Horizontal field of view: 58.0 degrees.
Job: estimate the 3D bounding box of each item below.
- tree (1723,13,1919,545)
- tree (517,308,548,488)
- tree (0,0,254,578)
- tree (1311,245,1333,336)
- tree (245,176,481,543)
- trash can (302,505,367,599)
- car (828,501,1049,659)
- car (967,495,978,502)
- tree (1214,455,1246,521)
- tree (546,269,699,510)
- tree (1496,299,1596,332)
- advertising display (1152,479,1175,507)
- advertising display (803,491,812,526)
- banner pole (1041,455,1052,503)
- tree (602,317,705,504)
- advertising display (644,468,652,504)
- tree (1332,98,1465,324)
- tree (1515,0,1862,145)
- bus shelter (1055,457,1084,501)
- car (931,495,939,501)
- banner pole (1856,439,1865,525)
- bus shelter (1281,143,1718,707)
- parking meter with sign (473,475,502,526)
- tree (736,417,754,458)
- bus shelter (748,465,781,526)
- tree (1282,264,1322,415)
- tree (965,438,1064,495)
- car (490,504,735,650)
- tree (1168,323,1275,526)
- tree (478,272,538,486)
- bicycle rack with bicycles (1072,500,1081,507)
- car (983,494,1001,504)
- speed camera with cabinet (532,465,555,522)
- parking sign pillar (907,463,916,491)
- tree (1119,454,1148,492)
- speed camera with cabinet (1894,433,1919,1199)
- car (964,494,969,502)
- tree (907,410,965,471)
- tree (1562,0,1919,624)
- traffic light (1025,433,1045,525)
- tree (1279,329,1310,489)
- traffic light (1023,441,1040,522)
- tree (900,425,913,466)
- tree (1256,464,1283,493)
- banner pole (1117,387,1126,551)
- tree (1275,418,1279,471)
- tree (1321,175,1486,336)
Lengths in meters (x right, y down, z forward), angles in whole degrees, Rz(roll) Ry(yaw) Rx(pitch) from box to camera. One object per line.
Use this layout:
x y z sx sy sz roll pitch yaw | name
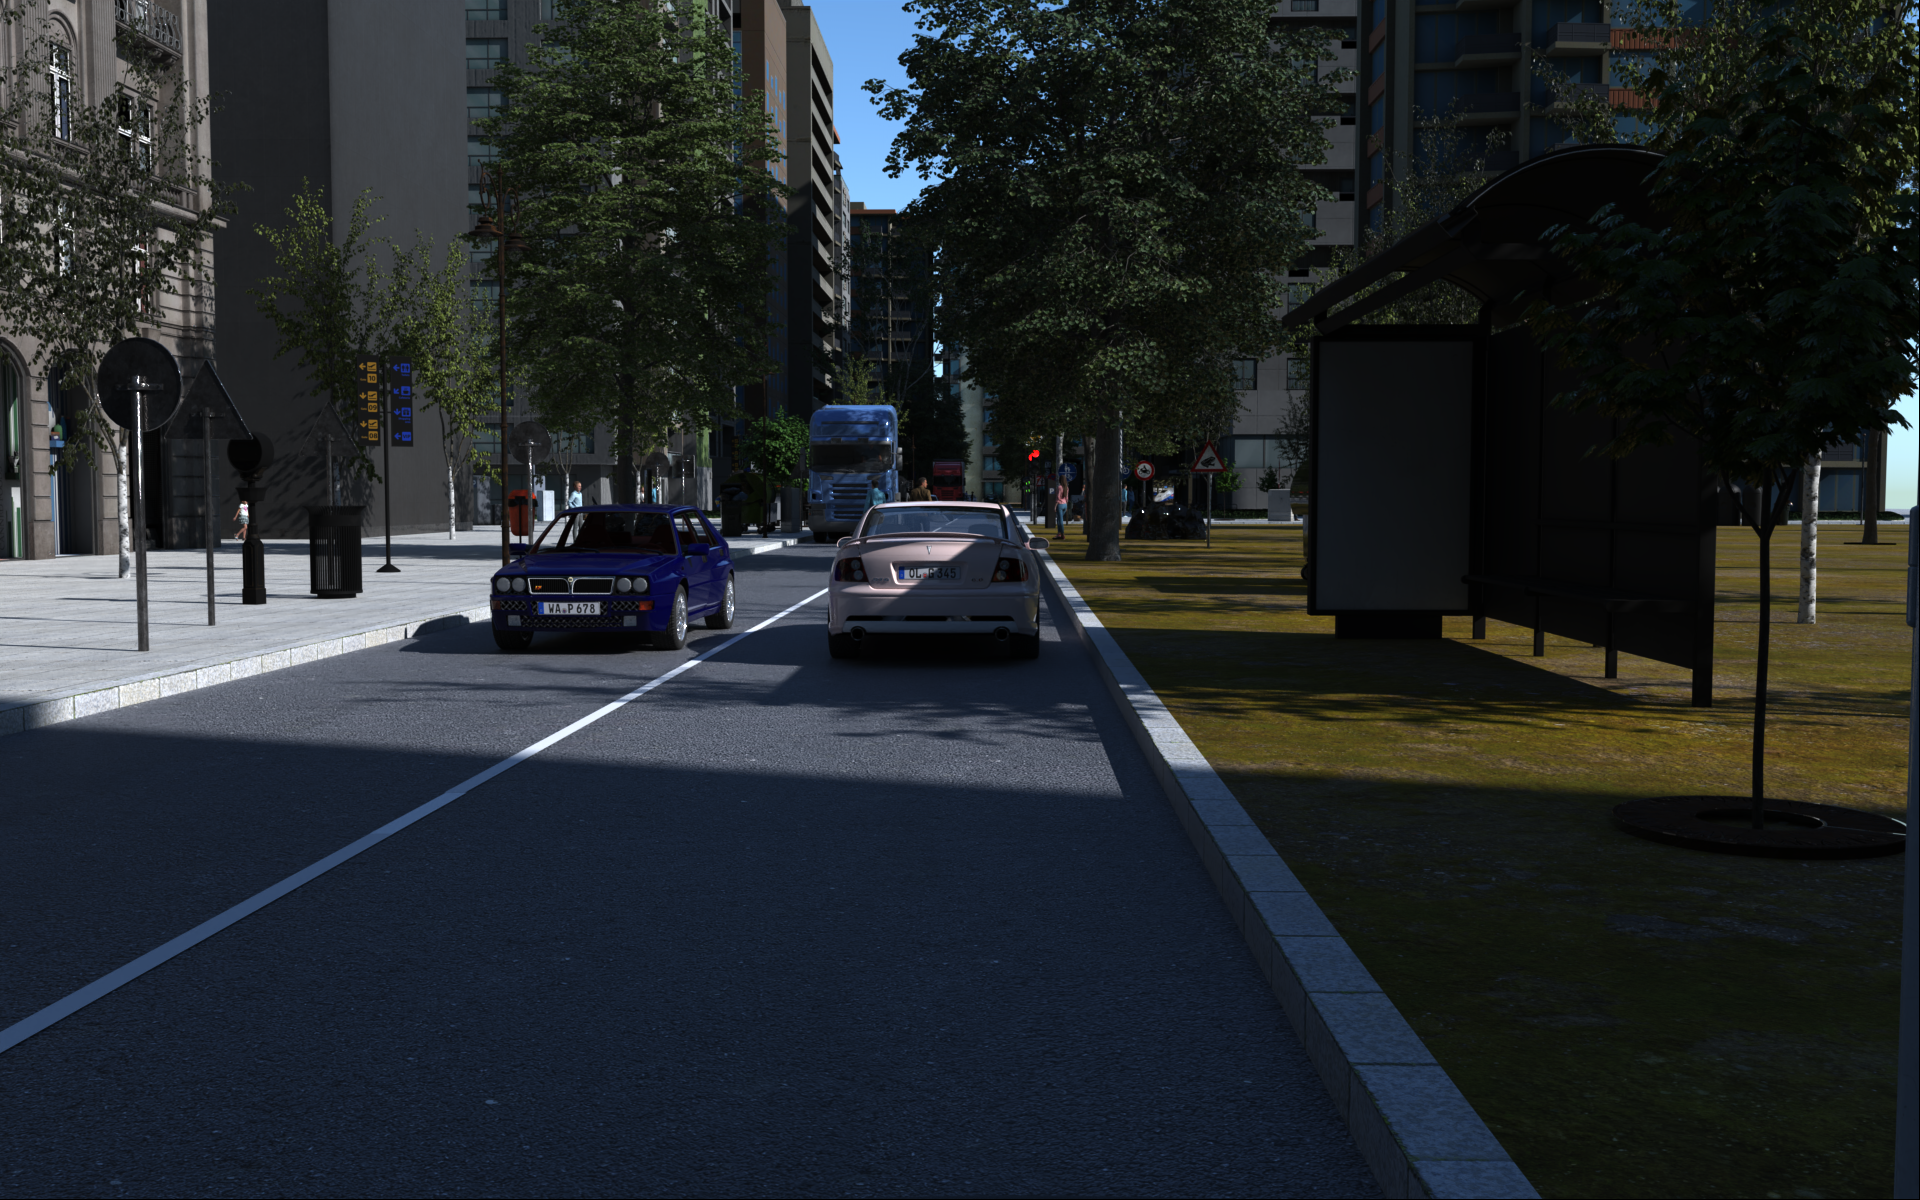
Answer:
23.179 -8.156 43.718 12.009 13.543 11.850 0 3 0 | tree
-14.581 -6.962 64.190 4.360 8.622 3.978 0 3 0 | tree
-12.998 -4.635 26.145 4.360 8.622 3.978 0 3 0 | tree
11.256 -5.743 44.260 4.360 8.622 3.978 0 3 0 | tree
-14.618 -5.553 41.159 4.737 8.622 4.395 0 3 0 | tree
-7.707 -0.595 21.384 0.748 1.137 0.748 0 3 0 | trash can
-0.183 -0.252 16.489 2.083 1.381 4.827 0 4 2 | car
1.274 -12.905 223.361 2.083 1.381 4.827 0 4 0 | car
12.775 -5.468 84.002 1.663 3.219 1.824 0 3 0 | tree
-10.603 -6.553 57.505 4.360 8.622 3.978 0 3 0 | tree
23.265 -8.851 61.730 9.611 12.733 9.660 0 3 0 | tree
8.642 -4.183 73.598 0.974 1.923 0.123 -1 4 -10 | advertising display
-6.060 -3.911 69.166 0.123 1.923 0.974 -2 4 -26 | advertising display
5.515 -7.435 111.574 0.863 3.779 0.401 -1 4 -11 | banner pole
-12.347 -7.293 69.609 4.737 8.622 4.395 0 3 0 | tree
-7.875 -2.356 43.728 0.123 1.923 0.974 -1 4 -15 | advertising display
9.397 -5.018 32.412 4.360 8.622 3.978 0 3 0 | tree
9.279 -4.374 21.872 4.360 8.622 3.978 0 3 0 | tree
7.128 -7.429 112.744 1.731 3.624 6.357 0 4 1 | bus shelter
-1.985 -5.367 99.754 2.014 1.417 4.499 0 4 0 | car
37.221 -4.977 71.390 0.401 3.779 0.863 2 4 25 | banner pole
3.817 -1.154 12.794 2.014 3.302 5.546 0 4 1 | bus shelter
-19.562 -4.557 70.763 0.543 3.016 1.738 2 4 35 | parking meter with sign
-18.612 -11.602 140.062 4.360 8.622 3.978 0 3 0 | tree
-7.640 -4.728 71.220 2.014 3.302 5.546 0 4 1 | bus shelter
11.611 -6.229 52.214 4.737 8.622 4.395 0 3 0 | tree
7.115 -15.205 174.360 9.928 11.665 9.643 0 3 0 | tree
-3.349 -0.280 17.158 1.945 1.354 3.894 0 4 3 | car
9.888 -7.255 68.989 4.360 8.622 3.978 0 3 0 | tree
-14.094 -5.996 48.405 4.737 8.622 4.395 0 3 0 | tree
6.829 -5.485 103.056 2.925 0.926 2.852 -1 4 -13 | bicycle rack with bicycles
3.809 -12.034 208.548 2.131 1.459 4.920 0 4 3 | car
-19.688 -5.337 81.590 0.660 3.252 2.038 -2 4 -30 | speed camera with cabinet
-4.182 -9.813 148.907 1.447 3.967 1.447 -1 4 -15 | parking sign pillar
14.196 -9.766 143.380 4.285 4.588 4.351 0 3 0 | tree
1.660 -0.420 1.208 0.660 3.252 2.038 -1 4 -13 | speed camera with cabinet
0.051 -11.274 194.120 2.009 1.686 4.222 0 4 3 | car
-2.861 -16.929 202.546 9.928 11.665 9.643 0 3 0 | tree
8.385 -4.085 17.153 4.737 8.622 4.395 0 3 0 | tree
3.149 -5.135 72.878 0.839 4.253 0.868 0 4 1 | traffic light
13.811 -6.809 61.688 4.360 8.622 3.978 0 3 0 | tree
3.344 -5.623 80.860 0.839 4.253 0.868 0 4 1 | traffic light
-3.413 -14.763 175.784 8.767 10.594 7.601 -1 4 -16 | tree
19.332 -6.893 107.295 1.663 3.219 1.824 0 3 0 | tree
3.638 -3.023 39.446 0.401 3.779 0.863 1 4 17 | banner pole
22.388 -10.018 114.149 4.360 8.622 3.978 0 3 0 | tree
10.863 -5.452 39.506 4.737 8.622 4.395 0 3 0 | tree
